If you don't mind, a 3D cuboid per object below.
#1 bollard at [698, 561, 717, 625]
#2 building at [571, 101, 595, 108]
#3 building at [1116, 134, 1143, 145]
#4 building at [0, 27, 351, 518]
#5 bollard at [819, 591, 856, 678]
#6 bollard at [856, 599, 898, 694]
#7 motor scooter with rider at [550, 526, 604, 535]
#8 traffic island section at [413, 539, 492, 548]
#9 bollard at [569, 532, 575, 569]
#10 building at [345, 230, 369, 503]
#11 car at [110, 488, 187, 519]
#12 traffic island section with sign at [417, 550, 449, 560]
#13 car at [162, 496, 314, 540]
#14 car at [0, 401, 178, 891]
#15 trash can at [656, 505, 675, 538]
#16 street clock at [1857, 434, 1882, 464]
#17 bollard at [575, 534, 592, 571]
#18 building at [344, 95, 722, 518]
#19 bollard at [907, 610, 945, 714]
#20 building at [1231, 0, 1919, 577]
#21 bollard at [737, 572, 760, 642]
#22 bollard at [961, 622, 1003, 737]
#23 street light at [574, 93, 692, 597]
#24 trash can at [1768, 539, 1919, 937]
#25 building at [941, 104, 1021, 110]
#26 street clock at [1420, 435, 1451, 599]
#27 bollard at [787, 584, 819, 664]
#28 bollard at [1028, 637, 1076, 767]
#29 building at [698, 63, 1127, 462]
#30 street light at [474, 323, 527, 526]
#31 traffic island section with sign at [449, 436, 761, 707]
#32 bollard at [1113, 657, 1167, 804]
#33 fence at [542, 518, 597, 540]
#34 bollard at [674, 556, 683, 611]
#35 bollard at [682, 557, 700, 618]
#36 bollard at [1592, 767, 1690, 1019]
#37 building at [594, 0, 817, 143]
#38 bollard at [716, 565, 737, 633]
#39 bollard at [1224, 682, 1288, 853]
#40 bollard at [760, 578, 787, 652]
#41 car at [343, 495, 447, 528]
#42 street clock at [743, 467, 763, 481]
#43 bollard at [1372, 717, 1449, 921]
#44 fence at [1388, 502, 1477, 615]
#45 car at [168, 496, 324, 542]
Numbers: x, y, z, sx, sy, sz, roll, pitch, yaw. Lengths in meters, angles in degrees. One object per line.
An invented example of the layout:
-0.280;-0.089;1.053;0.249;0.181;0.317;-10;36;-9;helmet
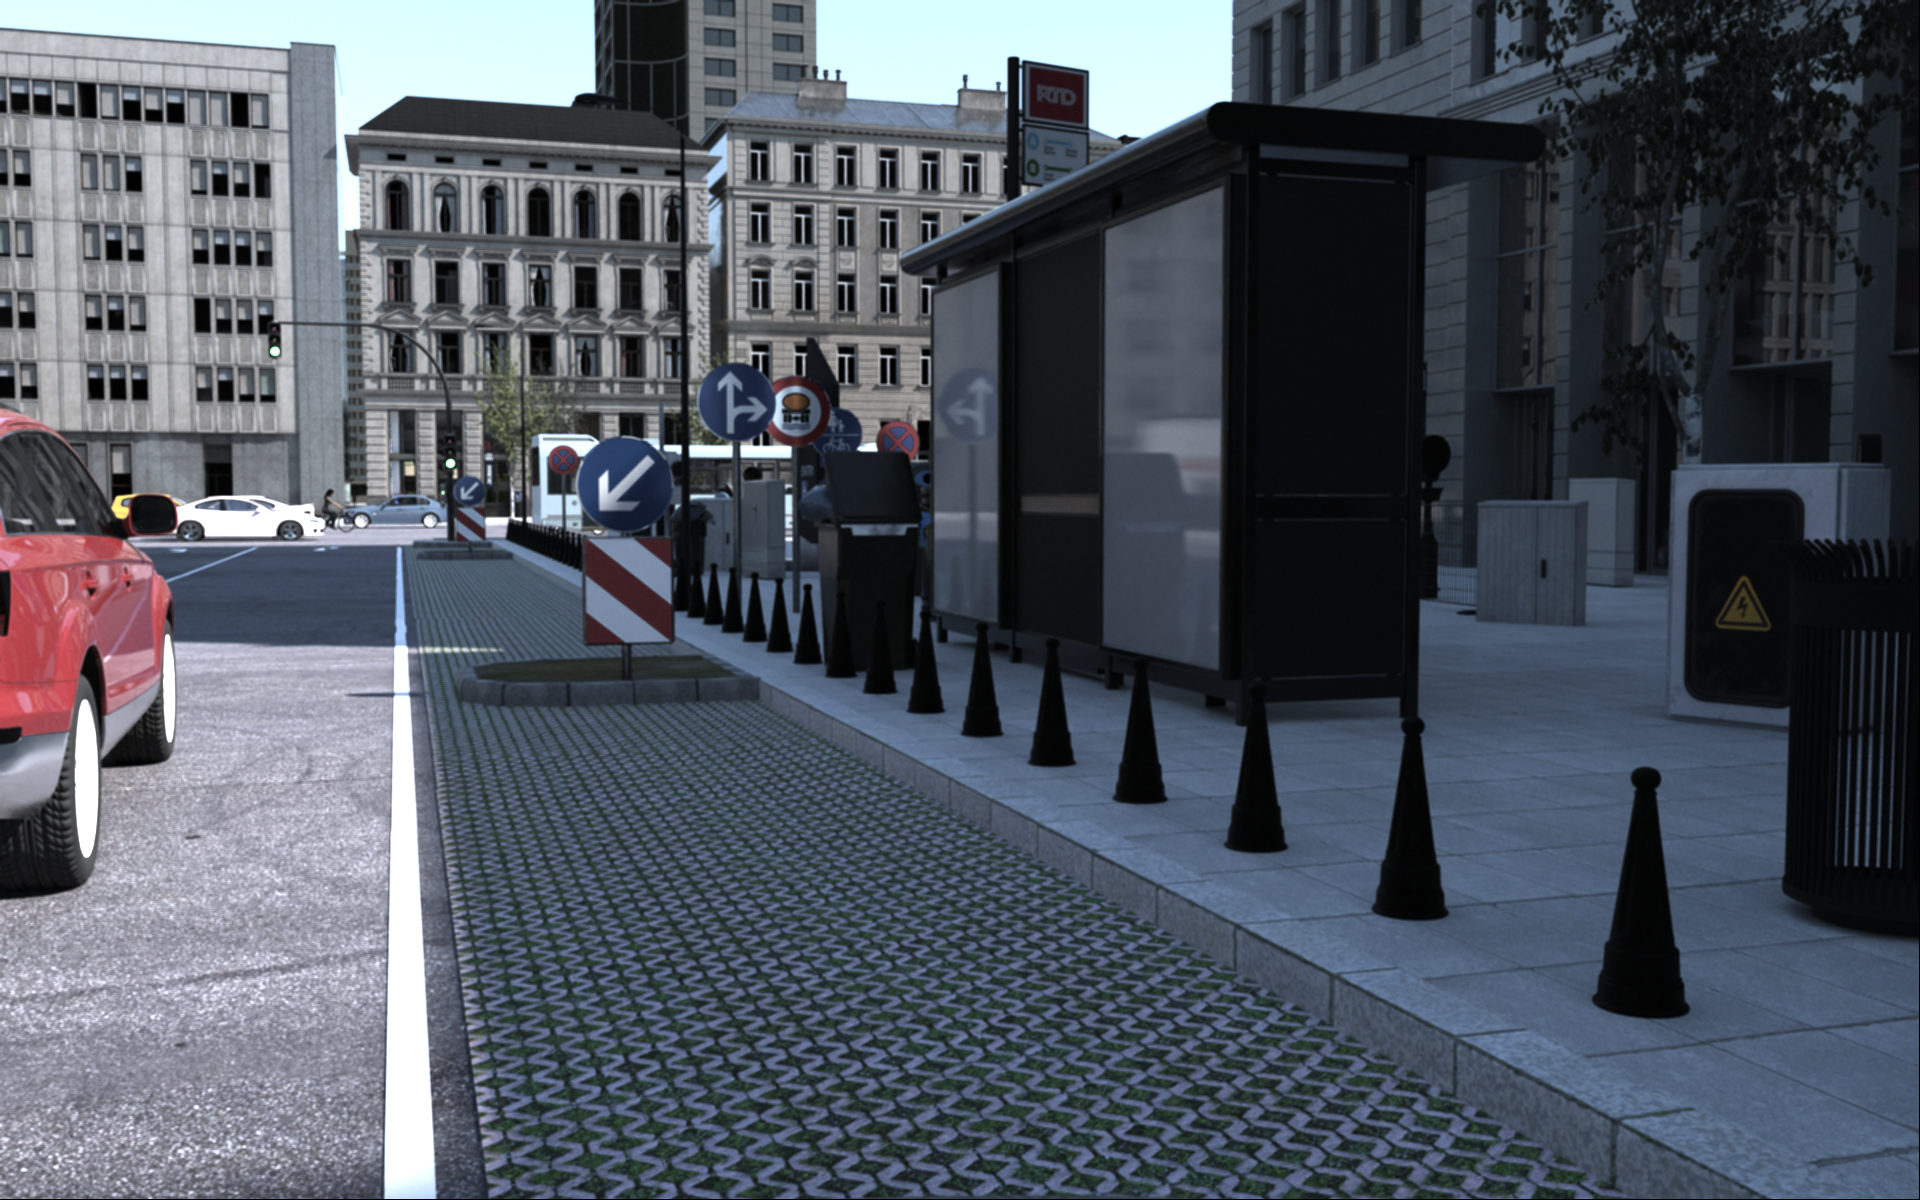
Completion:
-2.424;-0.062;17.062;0.229;0.601;0.229;0;3;0;bollard
-34.640;-30.681;185.230;14.154;41.232;14.086;-1;4;-18;building
16.444;-17.348;113.324;15.834;23.373;12.332;-1;4;-18;building
-44.080;-16.893;94.216;19.932;24.808;12.078;-1;4;-18;building
-0.837;0.237;12.165;0.229;0.601;0.229;0;3;0;bollard
-0.517;0.297;11.189;0.229;0.601;0.229;0;3;0;bollard
-13.355;-3.160;60.638;1.986;1.779;0.876;-1;4;-19;motor scooter with rider
-13.820;-1.519;47.115;2.009;0.180;2.903;-1;4;-18;traffic island section
-6.548;-0.840;29.783;0.229;0.601;0.229;0;3;0;bollard
-91.115;-34.579;257.242;23.993;40.220;32.217;-1;4;-18;building
-27.395;-3.025;59.684;3.980;1.641;2.015;-1;4;-16;car
-10.993;-1.819;38.364;1.989;1.847;2.006;-1;4;-18;traffic island section with sign
-23.328;-2.656;55.793;4.827;1.381;2.083;-1;4;-19;car
-4.654;0.076;7.438;2.281;1.827;5.304;-1;4;-19;car
-7.774;-2.064;45.404;0.748;1.137;0.748;0;3;0;trash can
11.005;-1.005;21.006;0.358;2.002;0.471;1;4;22;street clock
-6.235;-0.781;28.805;0.229;0.601;0.229;0;3;0;bollard
-24.447;-16.544;99.373;19.941;23.489;11.050;-1;4;-18;building
-0.202;0.357;10.204;0.229;0.601;0.229;0;3;0;bollard
15.661;-15.182;25.726;11.434;29.767;29.804;-1;4;-18;building
-1.786;0.058;15.096;0.229;0.601;0.229;0;3;0;bollard
0.118;0.417;9.228;0.229;0.601;0.229;0;3;0;bollard
-3.785;-2.926;20.378;1.470;5.913;1.316;-1;4;-18;street light
2.819;0.395;5.194;0.748;1.137;0.748;0;3;0;trash can
-1.660;-33.373;195.758;14.200;45.320;14.600;-1;4;-18;building
5.753;-1.022;21.280;0.471;2.002;0.358;-1;4;-21;street clock
-1.155;0.177;13.142;0.229;0.601;0.229;0;3;0;bollard
0.438;0.477;8.235;0.229;0.601;0.229;0;3;0;bollard
-3.446;-18.974;107.495;25.104;27.353;12.463;-1;4;-18;building
-12.516;-4.579;47.412;1.470;5.913;1.316;-1;4;-18;street light
-2.621;-0.241;12.570;1.989;1.847;2.006;-1;4;-18;traffic island section with sign
0.757;0.537;7.258;0.229;0.601;0.229;0;3;0;bollard
-9.264;-1.664;42.575;2.069;0.683;0.278;-1;4;-9;fence
-3.058;-0.182;19.018;0.229;0.601;0.229;0;3;0;bollard
-2.738;-0.122;18.040;0.229;0.601;0.229;0;3;0;bollard
1.708;0.716;4.328;0.229;0.601;0.229;0;3;0;bollard
-26.213;-44.670;168.602;20.563;71.187;20.611;-1;4;-18;building
-2.108;-0.003;16.085;0.229;0.601;0.229;0;3;0;bollard
1.077;0.597;6.283;0.229;0.601;0.229;0;3;0;bollard
-1.471;0.118;14.119;0.229;0.601;0.229;0;3;0;bollard
-23.788;-3.757;73.433;4.499;1.417;2.014;-1;4;-18;car
-5.479;-2.526;45.875;0.471;2.002;0.358;1;4;12;street clock
1.382;0.657;5.302;0.229;0.601;0.229;0;3;0;bollard
5.317;-0.505;19.464;0.480;1.192;2.264;-1;4;-14;fence
-22.125;-2.501;53.248;4.827;1.381;2.083;-1;4;-19;car
